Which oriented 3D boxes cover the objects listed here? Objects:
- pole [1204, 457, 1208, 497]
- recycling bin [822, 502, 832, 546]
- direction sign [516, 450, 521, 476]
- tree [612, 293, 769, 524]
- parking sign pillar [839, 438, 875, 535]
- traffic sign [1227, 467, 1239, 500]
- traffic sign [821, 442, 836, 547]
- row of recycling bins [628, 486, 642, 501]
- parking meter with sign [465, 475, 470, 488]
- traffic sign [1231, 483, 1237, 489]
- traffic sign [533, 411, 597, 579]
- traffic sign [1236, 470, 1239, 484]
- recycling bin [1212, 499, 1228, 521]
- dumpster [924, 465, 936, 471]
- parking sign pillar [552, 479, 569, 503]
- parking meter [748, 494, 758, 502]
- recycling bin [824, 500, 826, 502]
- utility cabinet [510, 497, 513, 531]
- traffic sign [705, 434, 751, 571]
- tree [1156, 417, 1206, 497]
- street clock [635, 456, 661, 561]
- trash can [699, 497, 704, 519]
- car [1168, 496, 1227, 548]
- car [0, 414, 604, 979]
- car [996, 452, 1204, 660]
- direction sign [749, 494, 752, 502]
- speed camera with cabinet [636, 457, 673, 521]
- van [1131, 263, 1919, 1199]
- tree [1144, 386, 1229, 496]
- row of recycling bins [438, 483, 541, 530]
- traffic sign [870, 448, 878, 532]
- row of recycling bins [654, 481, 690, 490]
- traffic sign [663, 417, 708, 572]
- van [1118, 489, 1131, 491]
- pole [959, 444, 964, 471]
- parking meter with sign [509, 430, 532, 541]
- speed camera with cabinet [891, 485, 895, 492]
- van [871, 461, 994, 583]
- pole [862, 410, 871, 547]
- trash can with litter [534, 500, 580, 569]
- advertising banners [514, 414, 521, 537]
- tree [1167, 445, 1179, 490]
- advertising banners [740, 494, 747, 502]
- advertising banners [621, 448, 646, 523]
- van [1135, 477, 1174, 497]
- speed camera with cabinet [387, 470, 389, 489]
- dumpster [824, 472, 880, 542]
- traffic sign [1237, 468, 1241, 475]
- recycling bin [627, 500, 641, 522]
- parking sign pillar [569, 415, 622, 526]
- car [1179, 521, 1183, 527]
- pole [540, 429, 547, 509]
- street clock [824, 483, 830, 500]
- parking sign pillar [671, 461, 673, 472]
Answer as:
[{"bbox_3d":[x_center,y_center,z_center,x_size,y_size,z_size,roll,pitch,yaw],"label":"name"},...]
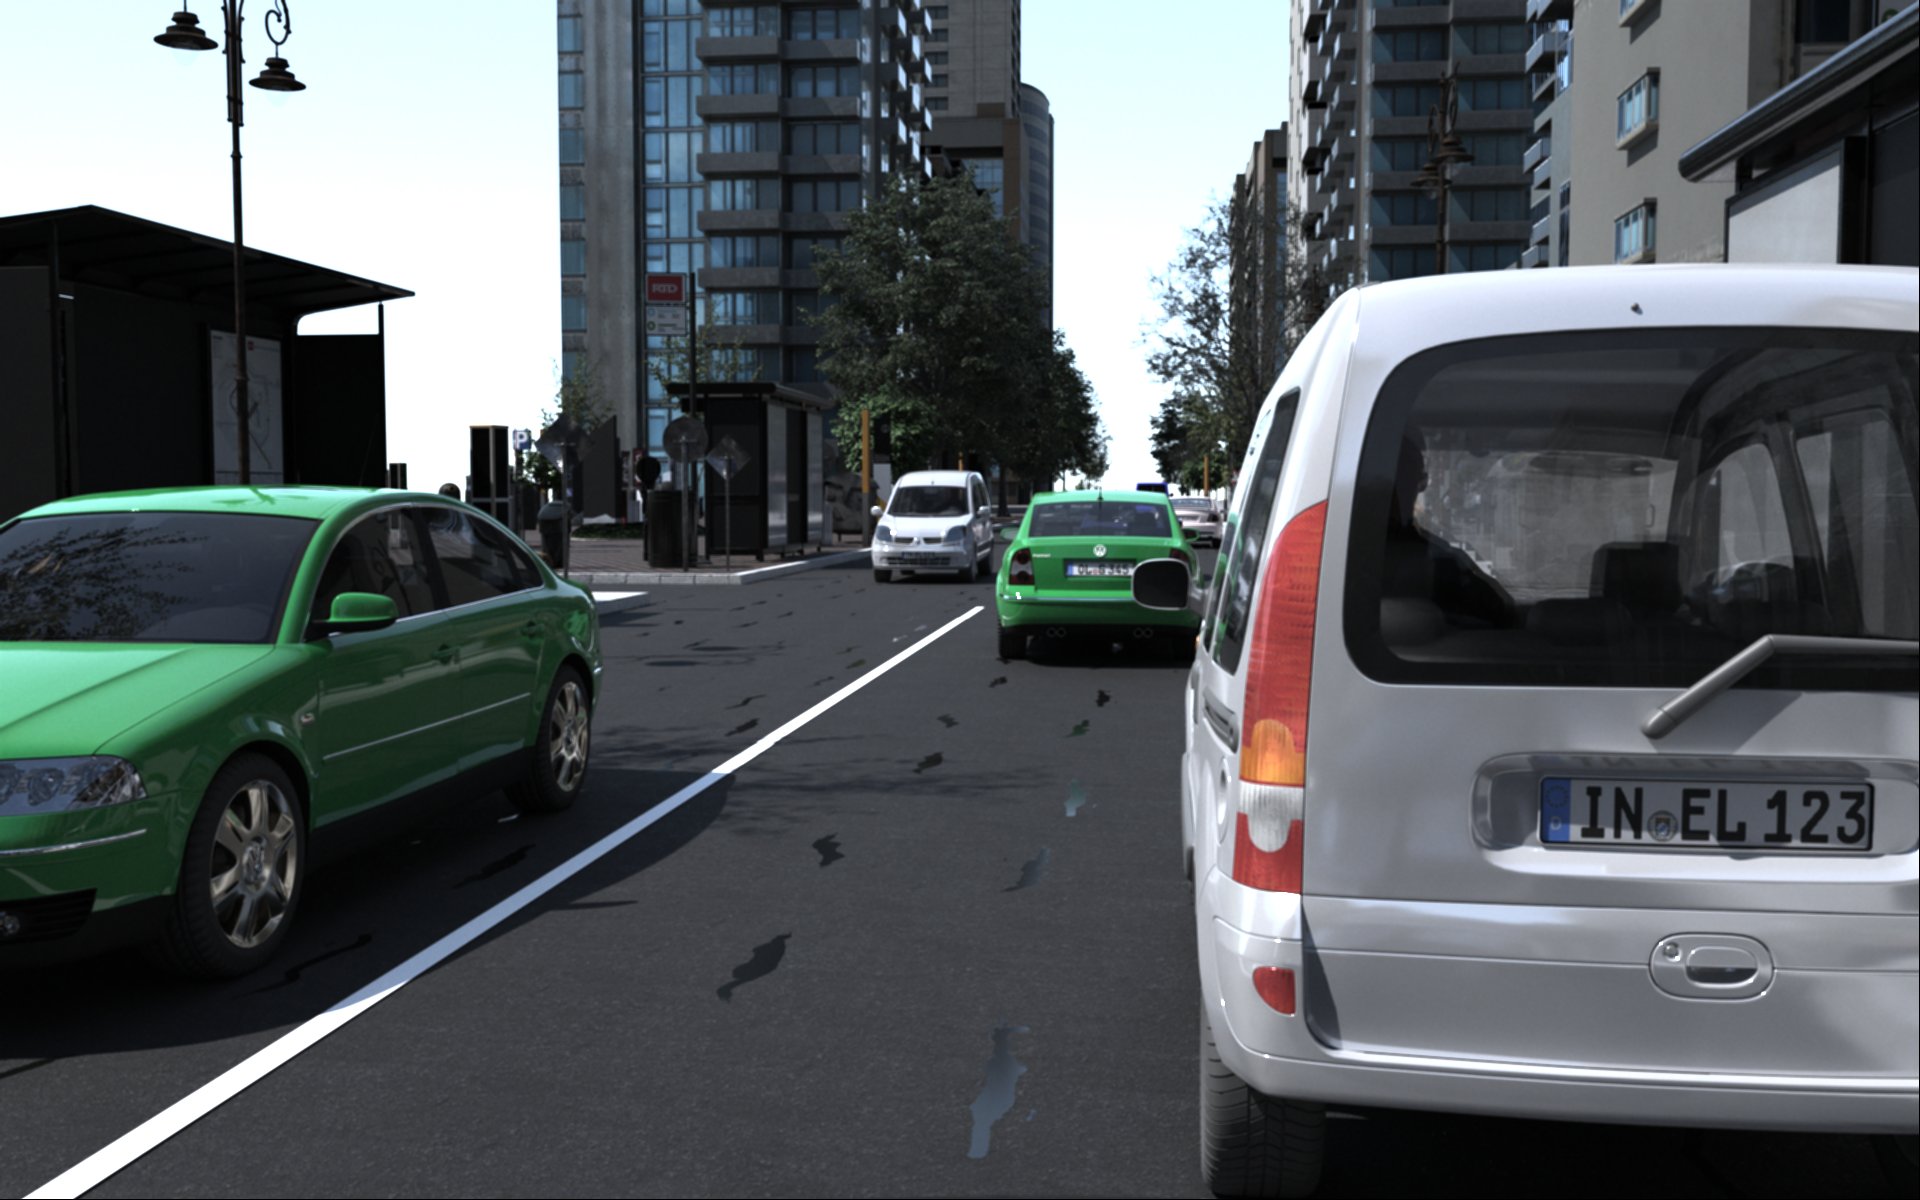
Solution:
[{"bbox_3d":[13.417,-6.147,94.343,0.158,3.312,0.155,0,3,0],"label":"pole"},{"bbox_3d":[-3.637,-1.843,42.694,0.722,1.027,0.722,3,4,37],"label":"recycling bin"},{"bbox_3d":[-21.353,-5.623,83.933,0.379,3.537,0.876,0,4,6],"label":"direction sign"},{"bbox_3d":[-9.294,-6.866,62.628,4.737,8.622,4.395,0,3,0],"label":"tree"},{"bbox_3d":[-3.188,-4.081,55.194,1.447,3.967,1.447,1,4,12],"label":"parking sign pillar"},{"bbox_3d":[12.721,-4.941,80.790,0.884,2.594,0.081,1,4,9],"label":"traffic sign"},{"bbox_3d":[-3.385,-2.555,41.883,0.768,2.556,0.104,1,4,10],"label":"traffic sign"},{"bbox_3d":[-13.998,-4.257,76.712,1.069,1.692,3.534,0,4,2],"label":"row of recycling bins"},{"bbox_3d":[-19.599,-4.515,70.075,1.738,3.016,0.543,1,4,18],"label":"parking meter with sign"},{"bbox_3d":[15.451,-5.934,97.127,0.768,2.556,0.104,0,4,7],"label":"traffic sign"},{"bbox_3d":[-4.803,-1.066,21.076,0.795,2.450,0.064,0,4,7],"label":"traffic sign"},{"bbox_3d":[14.998,-5.680,92.979,0.768,2.556,0.104,0,4,8],"label":"traffic sign"},{"bbox_3d":[12.251,-4.215,81.477,0.722,1.027,0.722,2,4,32],"label":"recycling bin"},{"bbox_3d":[-1.317,-3.355,57.342,1.502,2.255,1.985,0,4,6],"label":"dumpster"},{"bbox_3d":[-15.520,-4.970,69.724,1.447,3.967,1.447,1,4,10],"label":"parking sign pillar"},{"bbox_3d":[-7.137,-3.143,59.794,0.372,1.533,0.369,0,3,0],"label":"parking meter"},{"bbox_3d":[-5.862,-3.719,73.359,0.722,1.027,0.722,0,4,-6],"label":"recycling bin"},{"bbox_3d":[-10.792,-1.809,40.731,0.306,1.237,1.020,-2,4,-31],"label":"utility cabinet"},{"bbox_3d":[-3.892,-1.551,29.009,0.795,2.450,0.064,0,4,7],"label":"traffic sign"},{"bbox_3d":[29.107,-18.459,227.552,9.928,11.665,9.643,0,3,0],"label":"tree"},{"bbox_3d":[-5.994,-1.757,33.296,0.471,2.002,0.358,-1,4,-20],"label":"street clock"},{"bbox_3d":[-13.811,-4.854,91.018,0.748,1.137,0.748,0,3,0],"label":"trash can"},{"bbox_3d":[6.272,-2.152,47.550,2.083,1.381,4.827,0,4,8],"label":"car"},{"bbox_3d":[-2.800,0.134,6.601,1.959,1.807,4.718,0,4,7],"label":"car"},{"bbox_3d":[1.328,-0.467,16.427,1.959,1.807,4.718,0,4,5],"label":"car"},{"bbox_3d":[-5.036,-3.039,41.677,0.379,3.537,0.876,1,4,8],"label":"direction sign"},{"bbox_3d":[-12.407,-4.728,71.643,0.660,3.252,2.038,3,5,41],"label":"speed camera with cabinet"},{"bbox_3d":[1.473,0.135,4.808,2.013,2.044,4.112,0,4,7],"label":"van"},{"bbox_3d":[26.771,-18.191,204.081,9.857,13.997,8.962,0,3,0],"label":"tree"},{"bbox_3d":[-16.956,-3.365,62.123,3.534,1.692,1.069,0,4,1],"label":"row of recycling bins"},{"bbox_3d":[-2.324,-2.924,47.915,0.768,2.556,0.104,1,4,12],"label":"traffic sign"},{"bbox_3d":[-9.509,-3.055,57.057,1.069,1.692,3.534,0,4,-3],"label":"row of recycling bins"},{"bbox_3d":[-4.533,-1.739,28.536,0.768,2.556,0.104,0,4,8],"label":"traffic sign"},{"bbox_3d":[21.039,-13.346,222.584,2.240,2.365,5.245,0,4,8],"label":"van"},{"bbox_3d":[0.072,-4.697,70.637,0.158,3.312,0.155,0,3,0],"label":"pole"},{"bbox_3d":[-12.070,-3.050,46.134,0.543,3.016,1.738,1,4,15],"label":"parking meter with sign"},{"bbox_3d":[-2.287,-4.905,74.531,0.660,3.252,2.038,3,5,45],"label":"speed camera with cabinet"},{"bbox_3d":[-0.413,-1.369,29.391,2.013,2.044,4.112,0,4,7],"label":"van"},{"bbox_3d":[-2.266,-2.940,41.906,0.158,3.312,0.155,0,3,0],"label":"pole"},{"bbox_3d":[-6.999,-1.122,29.724,0.624,1.170,1.055,1,4,11],"label":"trash can with litter"},{"bbox_3d":[-9.994,-2.621,39.045,0.090,3.025,2.074,-1,4,-12],"label":"advertising banners"},{"bbox_3d":[24.644,-14.384,185.547,4.360,8.622,3.978,0,3,0],"label":"tree"},{"bbox_3d":[-10.010,-5.330,83.332,0.090,3.025,2.074,-3,4,-39],"label":"advertising banners"},{"bbox_3d":[-12.946,-4.265,65.926,2.074,3.025,0.090,0,4,4],"label":"advertising banners"},{"bbox_3d":[10.266,-5.385,92.424,2.240,2.365,5.245,0,4,7],"label":"van"},{"bbox_3d":[-20.709,-4.062,60.754,0.660,3.252,2.038,1,4,9],"label":"speed camera with cabinet"},{"bbox_3d":[-2.876,-2.445,45.735,1.264,1.857,1.865,0,4,6],"label":"dumpster"},{"bbox_3d":[14.026,-5.300,86.660,0.884,2.594,0.081,1,4,14],"label":"traffic sign"},{"bbox_3d":[-12.946,-3.398,68.115,0.722,1.027,0.722,-1,4,-13],"label":"recycling bin"},{"bbox_3d":[-12.279,-4.339,59.415,1.447,3.967,1.447,1,4,22],"label":"parking sign pillar"},{"bbox_3d":[2.903,-1.076,30.173,1.945,1.354,3.894,0,4,6],"label":"car"},{"bbox_3d":[-13.004,-3.686,54.102,0.158,3.312,0.155,0,3,0],"label":"pole"},{"bbox_3d":[-8.131,-6.151,105.133,0.471,2.002,0.358,0,4,-1],"label":"street clock"},{"bbox_3d":[-16.470,-6.818,99.950,1.447,3.967,1.447,-1,4,-14],"label":"parking sign pillar"}]
